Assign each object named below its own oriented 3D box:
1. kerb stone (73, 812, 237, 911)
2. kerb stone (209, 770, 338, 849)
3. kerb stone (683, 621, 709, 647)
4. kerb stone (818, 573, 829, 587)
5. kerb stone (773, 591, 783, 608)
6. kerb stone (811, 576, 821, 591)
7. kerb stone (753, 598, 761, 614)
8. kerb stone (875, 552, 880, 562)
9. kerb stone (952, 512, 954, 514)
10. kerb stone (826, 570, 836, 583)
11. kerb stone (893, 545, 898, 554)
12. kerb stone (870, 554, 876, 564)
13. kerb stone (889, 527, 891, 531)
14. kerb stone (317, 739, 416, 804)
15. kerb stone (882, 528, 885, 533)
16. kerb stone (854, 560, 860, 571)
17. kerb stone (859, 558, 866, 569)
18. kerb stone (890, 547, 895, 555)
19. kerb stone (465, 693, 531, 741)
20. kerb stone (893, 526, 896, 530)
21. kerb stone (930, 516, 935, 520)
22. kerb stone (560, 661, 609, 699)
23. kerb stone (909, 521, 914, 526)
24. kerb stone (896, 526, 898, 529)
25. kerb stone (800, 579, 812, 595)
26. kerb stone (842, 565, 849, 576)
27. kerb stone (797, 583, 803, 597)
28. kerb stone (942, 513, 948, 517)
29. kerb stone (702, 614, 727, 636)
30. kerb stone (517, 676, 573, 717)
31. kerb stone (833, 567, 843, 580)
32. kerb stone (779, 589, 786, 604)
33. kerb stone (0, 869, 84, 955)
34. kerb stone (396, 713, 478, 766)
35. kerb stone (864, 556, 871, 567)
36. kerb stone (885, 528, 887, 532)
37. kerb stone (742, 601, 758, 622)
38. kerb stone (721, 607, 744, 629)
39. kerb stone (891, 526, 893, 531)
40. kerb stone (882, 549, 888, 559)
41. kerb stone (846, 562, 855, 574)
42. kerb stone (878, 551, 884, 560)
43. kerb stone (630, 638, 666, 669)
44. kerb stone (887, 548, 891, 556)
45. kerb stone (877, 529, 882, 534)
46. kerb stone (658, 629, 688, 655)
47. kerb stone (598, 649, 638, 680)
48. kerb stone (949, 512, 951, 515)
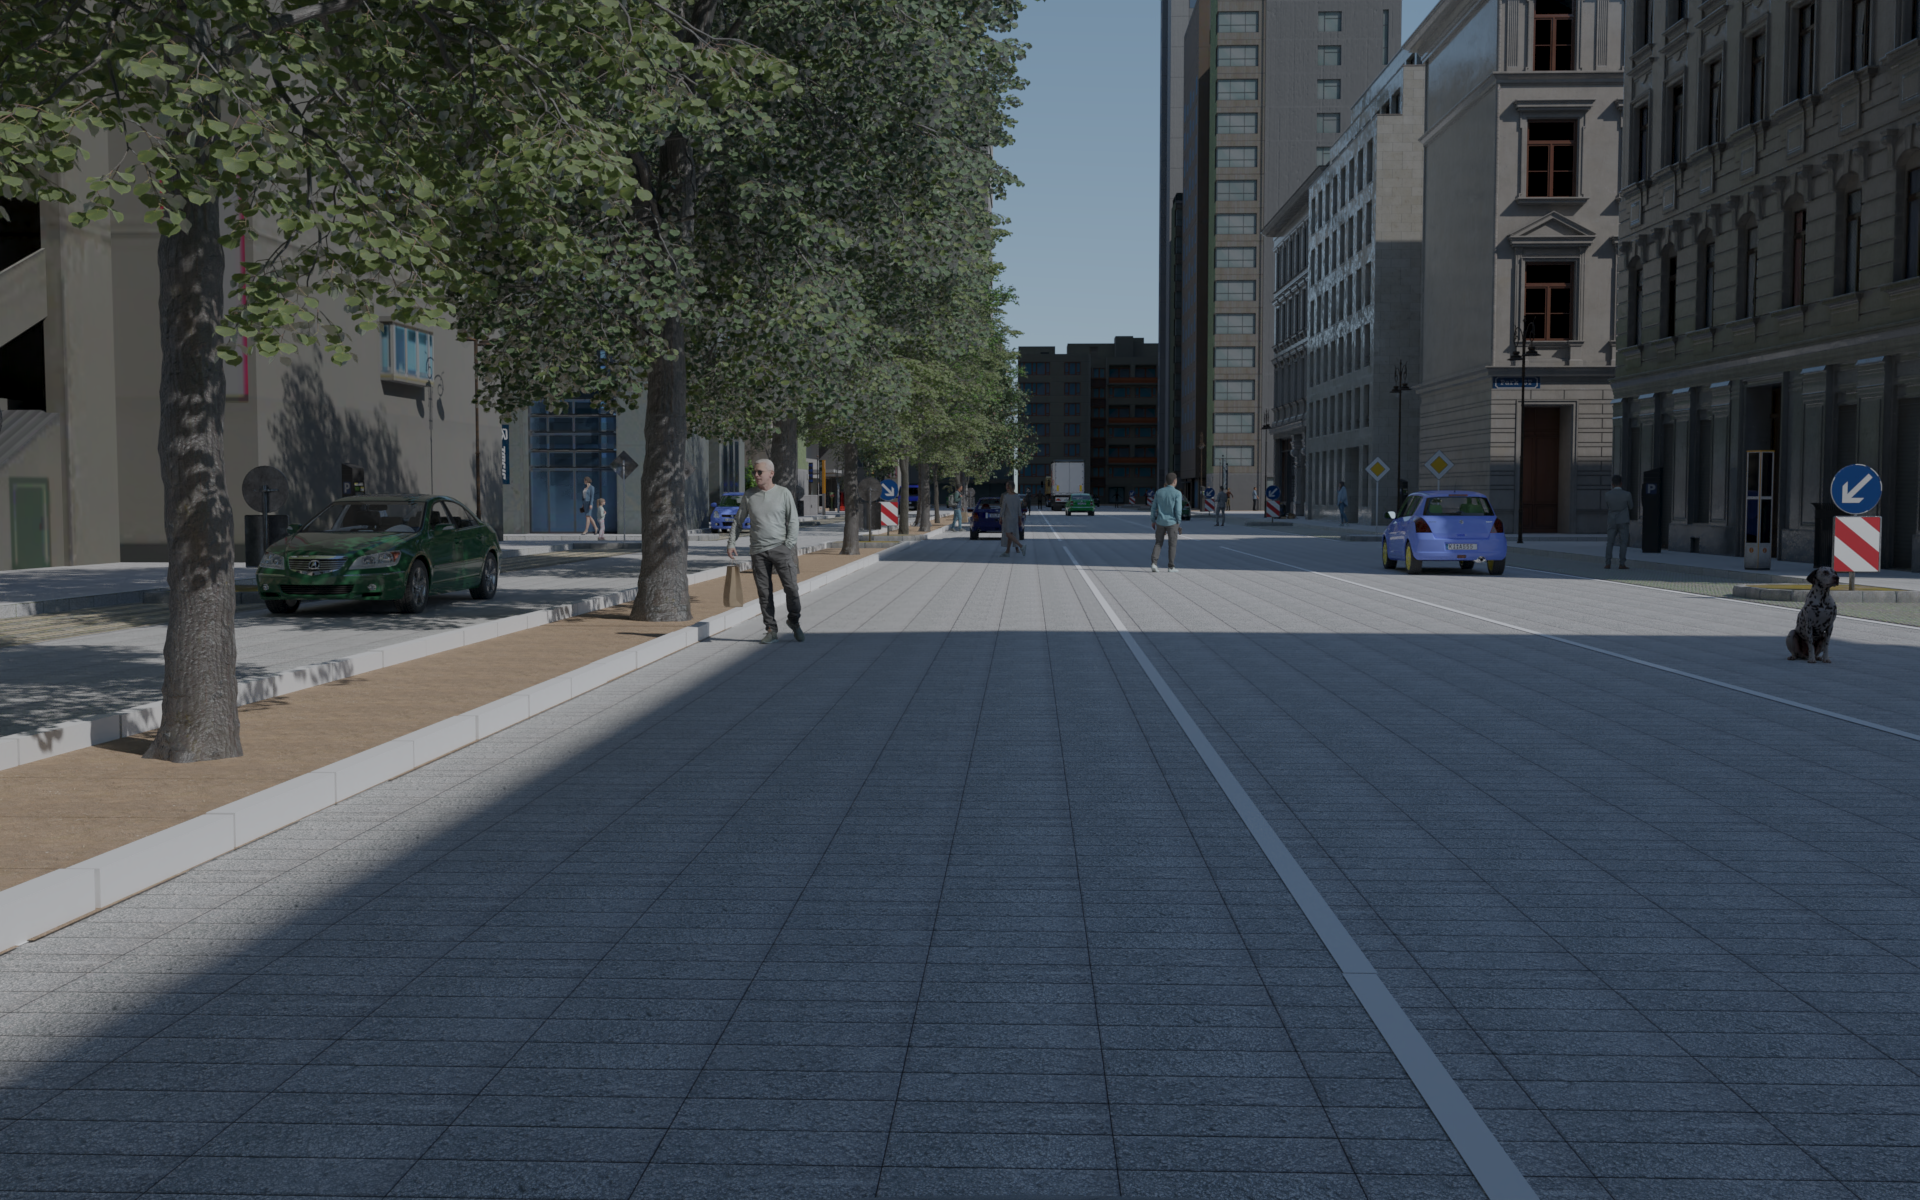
[{"bbox_3d":[-2.994,0.966,6.451,0.120,0.150,1.000,0,4,2],"label":"kerb stone"},{"bbox_3d":[-2.956,0.900,7.472,0.120,0.150,1.000,0,4,2],"label":"kerb stone"},{"bbox_3d":[-2.593,0.343,16.678,0.120,0.150,1.000,0,4,2],"label":"kerb stone"},{"bbox_3d":[-2.196,-0.285,26.910,0.120,0.150,1.000,0,4,2],"label":"kerb stone"},{"bbox_3d":[-2.390,0.024,21.796,0.120,0.150,1.000,0,4,2],"label":"kerb stone"},{"bbox_3d":[-2.229,-0.225,25.887,0.120,0.150,1.000,0,4,2],"label":"kerb stone"},{"bbox_3d":[-2.444,0.087,20.776,0.120,0.150,1.000,0,4,2],"label":"kerb stone"},{"bbox_3d":[-1.826,-0.853,36.145,0.120,0.150,1.000,0,4,2],"label":"kerb stone"},{"bbox_3d":[-0.690,-5.904,118.751,0.120,0.150,1.000,0,4,2],"label":"kerb stone"},{"bbox_3d":[-2.152,-0.351,27.937,0.120,0.150,1.000,0,4,2],"label":"kerb stone"},{"bbox_3d":[-1.631,-1.167,41.269,0.120,0.150,1.000,0,4,2],"label":"kerb stone"},{"bbox_3d":[-1.867,-0.790,35.114,0.120,0.150,1.000,0,4,2],"label":"kerb stone"},{"bbox_3d":[-2.784,-2.644,65.426,0.120,0.150,1.000,0,4,2],"label":"kerb stone"},{"bbox_3d":[-2.917,0.838,8.494,0.120,0.150,1.000,0,4,2],"label":"kerb stone"},{"bbox_3d":[-2.903,-2.456,62.357,0.120,0.150,1.000,0,4,2],"label":"kerb stone"},{"bbox_3d":[-1.999,-0.599,32.041,0.120,0.150,1.000,0,4,2],"label":"kerb stone"},{"bbox_3d":[-1.954,-0.665,33.071,0.120,0.150,1.000,0,4,2],"label":"kerb stone"},{"bbox_3d":[-1.671,-1.102,40.248,0.120,0.150,1.000,0,4,2],"label":"kerb stone"},{"bbox_3d":[-2.831,0.713,10.541,0.120,0.150,1.000,0,4,2],"label":"kerb stone"},{"bbox_3d":[-2.702,-2.765,67.476,0.120,0.150,1.000,0,4,2],"label":"kerb stone"},{"bbox_3d":[-1.490,-4.651,98.245,0.120,0.150,1.000,0,4,2],"label":"kerb stone"},{"bbox_3d":[-2.751,0.587,12.593,0.120,0.150,1.000,0,4,2],"label":"kerb stone"},{"bbox_3d":[-2.184,-3.584,80.793,0.120,0.150,1.000,0,4,2],"label":"kerb stone"},{"bbox_3d":[-2.669,-2.832,68.505,0.120,0.150,1.000,0,4,2],"label":"kerb stone"},{"bbox_3d":[-2.276,-0.163,24.862,0.120,0.150,1.000,0,4,2],"label":"kerb stone"},{"bbox_3d":[-2.076,-0.473,29.990,0.120,0.150,1.000,0,4,2],"label":"kerb stone"},{"bbox_3d":[-2.315,-0.100,23.839,0.120,0.150,1.000,0,4,2],"label":"kerb stone"},{"bbox_3d":[-1.021,-5.401,110.544,0.120,0.150,1.000,0,4,2],"label":"kerb stone"},{"bbox_3d":[-2.556,0.275,17.702,0.120,0.150,1.000,0,4,2],"label":"kerb stone"},{"bbox_3d":[-2.791,0.650,11.572,0.120,0.150,1.000,0,4,2],"label":"kerb stone"},{"bbox_3d":[-2.112,-0.414,28.964,0.120,0.150,1.000,0,4,2],"label":"kerb stone"},{"bbox_3d":[-2.350,-0.038,22.817,0.120,0.150,1.000,0,4,2],"label":"kerb stone"},{"bbox_3d":[-3.041,1.025,5.430,0.120,0.150,1.000,0,4,2],"label":"kerb stone"},{"bbox_3d":[-2.880,0.776,9.515,0.120,0.150,1.000,0,4,2],"label":"kerb stone"},{"bbox_3d":[-1.909,-0.728,34.092,0.120,0.150,1.000,0,4,2],"label":"kerb stone"},{"bbox_3d":[-2.862,-2.519,63.378,0.120,0.150,1.000,0,4,2],"label":"kerb stone"},{"bbox_3d":[-2.470,0.150,19.747,0.120,0.150,1.000,0,4,2],"label":"kerb stone"},{"bbox_3d":[-2.507,0.214,18.726,0.120,0.150,1.000,0,4,2],"label":"kerb stone"},{"bbox_3d":[-2.749,-2.705,66.447,0.120,0.150,1.000,0,4,2],"label":"kerb stone"},{"bbox_3d":[-1.750,-0.979,38.205,0.120,0.150,1.000,0,4,2],"label":"kerb stone"},{"bbox_3d":[-2.031,-0.537,31.014,0.120,0.150,1.000,0,4,2],"label":"kerb stone"},{"bbox_3d":[-1.786,-0.916,37.175,0.120,0.150,1.000,0,4,2],"label":"kerb stone"},{"bbox_3d":[-2.673,0.462,14.636,0.120,0.150,1.000,0,4,2],"label":"kerb stone"},{"bbox_3d":[-1.709,-1.042,39.227,0.120,0.150,1.000,0,4,2],"label":"kerb stone"},{"bbox_3d":[-2.946,-2.388,61.336,0.120,0.150,1.000,0,4,2],"label":"kerb stone"},{"bbox_3d":[-2.637,0.402,15.657,0.120,0.150,1.000,0,4,2],"label":"kerb stone"},{"bbox_3d":[-2.723,0.525,13.615,0.120,0.150,1.000,0,4,2],"label":"kerb stone"},{"bbox_3d":[-0.853,-5.654,114.649,0.120,0.150,1.000,0,4,2],"label":"kerb stone"}]
